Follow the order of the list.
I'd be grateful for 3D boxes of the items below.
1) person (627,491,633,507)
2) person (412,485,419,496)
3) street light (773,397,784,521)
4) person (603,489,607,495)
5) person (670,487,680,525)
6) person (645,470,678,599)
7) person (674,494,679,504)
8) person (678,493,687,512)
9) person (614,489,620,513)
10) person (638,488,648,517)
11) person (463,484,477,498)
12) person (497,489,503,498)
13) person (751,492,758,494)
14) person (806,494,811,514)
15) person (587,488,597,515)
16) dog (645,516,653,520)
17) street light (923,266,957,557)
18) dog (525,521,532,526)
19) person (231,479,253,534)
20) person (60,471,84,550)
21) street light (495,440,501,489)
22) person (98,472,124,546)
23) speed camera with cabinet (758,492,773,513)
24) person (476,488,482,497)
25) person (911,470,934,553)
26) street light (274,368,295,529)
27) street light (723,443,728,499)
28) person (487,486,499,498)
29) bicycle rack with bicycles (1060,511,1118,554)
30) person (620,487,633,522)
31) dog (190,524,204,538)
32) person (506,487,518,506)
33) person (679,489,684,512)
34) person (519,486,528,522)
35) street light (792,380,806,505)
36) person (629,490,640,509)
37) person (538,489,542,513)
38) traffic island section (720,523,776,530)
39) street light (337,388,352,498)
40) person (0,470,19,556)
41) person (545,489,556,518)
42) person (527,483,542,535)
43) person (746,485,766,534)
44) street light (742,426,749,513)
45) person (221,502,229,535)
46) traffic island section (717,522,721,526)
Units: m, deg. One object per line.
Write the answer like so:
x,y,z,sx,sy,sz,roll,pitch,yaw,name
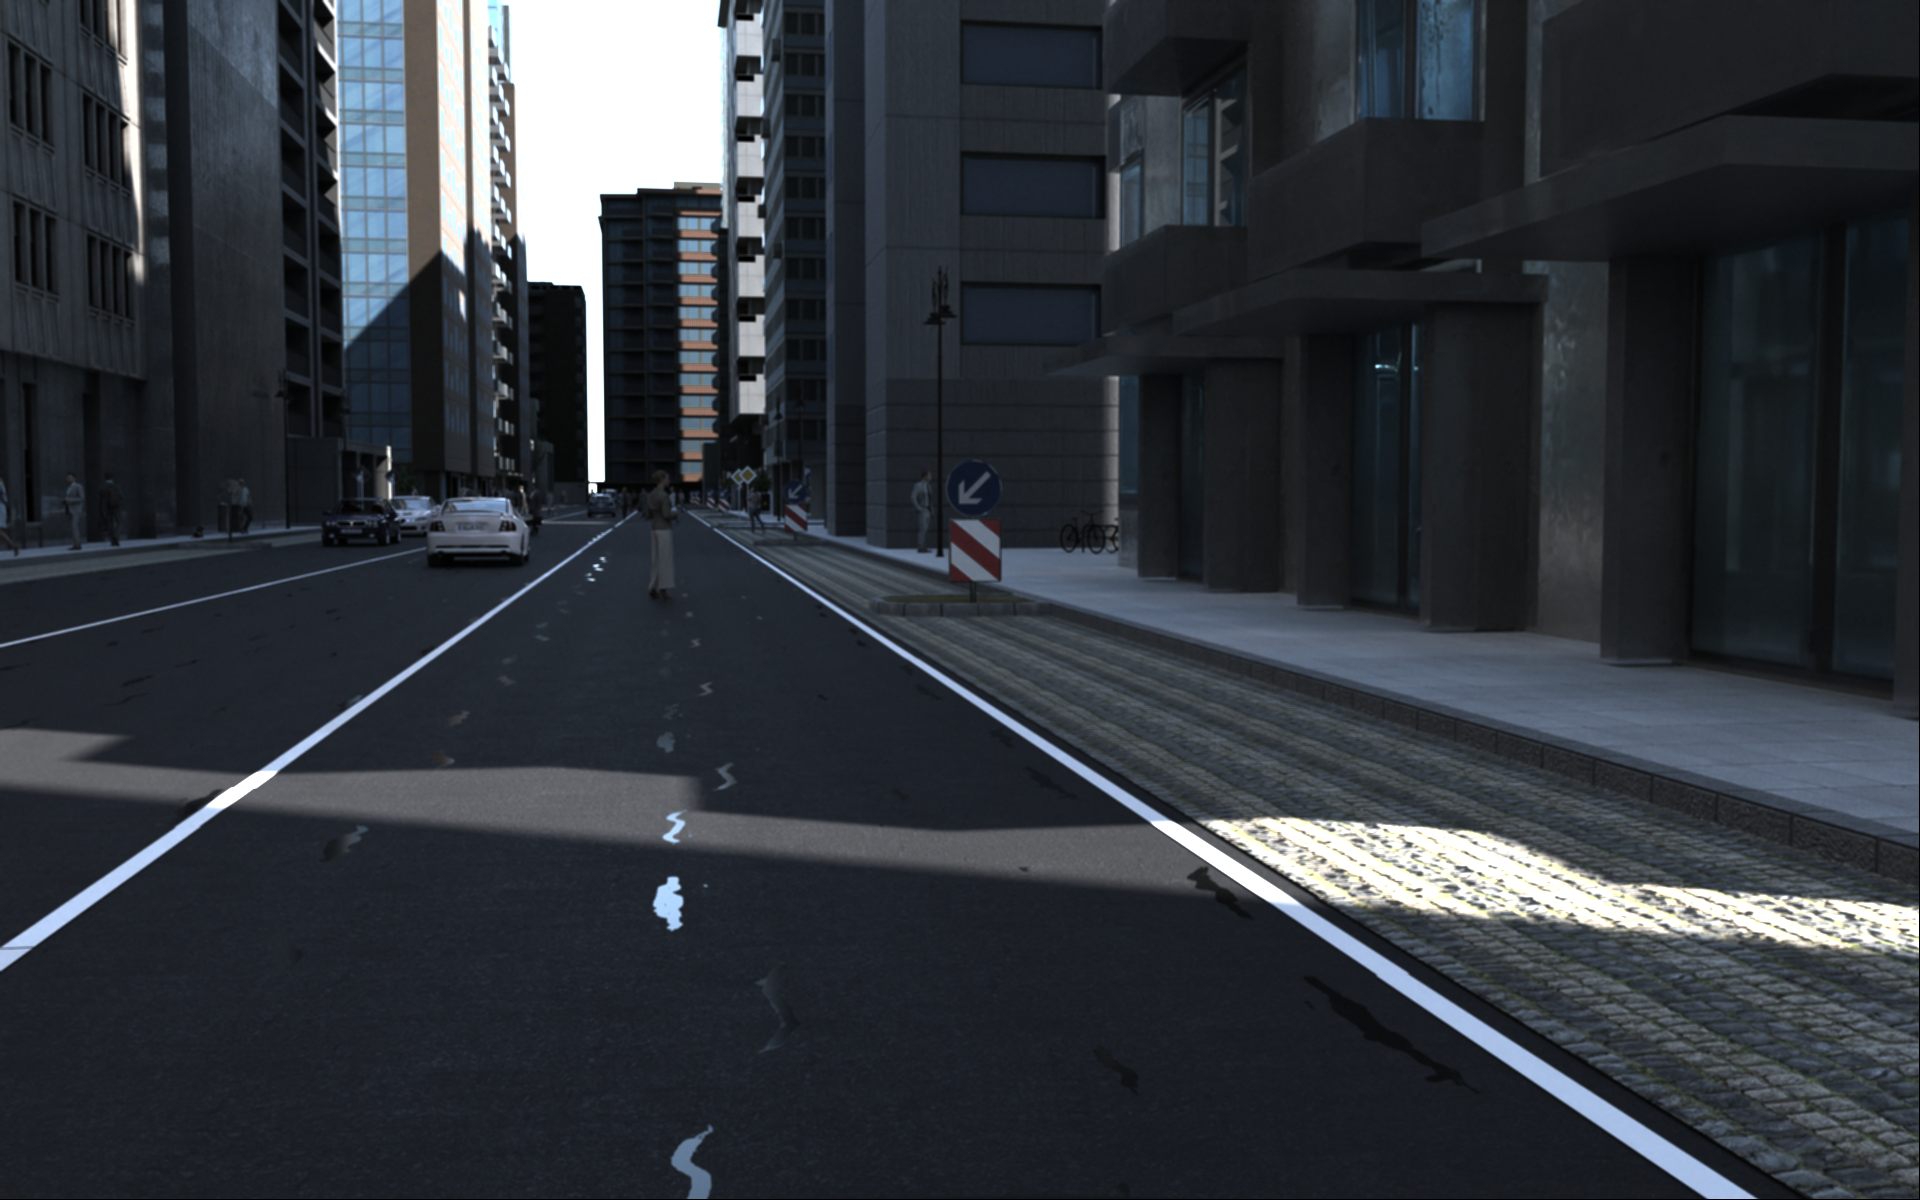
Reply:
-37.774,-11.546,197.293,1.348,1.823,0.705,1,4,15,person
-30.667,-5.596,97.635,0.778,1.811,0.616,1,4,14,person
-8.519,-6.636,81.291,0.468,5.910,1.993,-1,4,-10,street light
-25.923,-7.194,126.472,0.721,1.781,0.623,2,4,26,person
-13.297,-4.369,80.294,0.624,1.780,0.694,-1,4,-15,person
-4.044,-0.894,23.666,0.362,1.759,0.519,-3,5,-41,person
-37.576,-13.349,227.574,1.217,1.723,0.721,-1,4,-20,person
-22.605,-8.107,141.069,0.620,1.820,0.660,-3,5,-41,person
-26.737,-7.700,134.420,0.654,1.822,0.581,1,4,9,person
-19.444,-5.965,106.124,0.694,1.812,0.767,1,4,21,person
-18.679,-3.518,66.120,0.679,1.850,0.850,1,4,14,person
-34.805,-7.483,131.039,0.606,1.804,0.583,-3,5,-41,person
-14.128,-6.908,118.869,0.514,1.842,0.818,-2,4,-33,person
-9.895,-6.275,112.892,0.306,1.304,0.590,-1,4,-18,person
-25.578,-6.853,120.456,0.656,1.842,0.836,-1,4,-19,person
-16.974,-4.728,94.144,0.800,0.831,0.513,1,4,9,dog
-0.407,-3.822,35.278,0.468,5.910,1.993,-1,4,-10,street light
-19.694,-3.586,78.817,0.550,0.427,0.748,-3,5,-41,dog
-22.981,-2.979,55.235,0.515,1.767,0.782,2,4,35,person
-20.397,-2.046,39.690,0.606,1.804,0.583,2,4,24,person
-39.055,-10.614,146.329,0.468,5.910,1.993,-1,4,-10,street light
-20.892,-2.240,42.623,0.622,1.834,0.822,-1,4,-15,person
-12.405,-7.417,115.608,2.038,3.252,0.660,0,4,2,speed camera with cabinet
-21.484,-4.147,77.305,0.522,1.701,0.512,-1,4,-18,person
-0.803,-1.949,38.013,0.391,1.810,0.635,1,4,20,person
-24.789,-5.561,63.716,0.468,5.910,1.993,-1,4,-10,street light
-20.549,-10.933,151.549,0.468,5.910,1.993,-1,4,-10,street light
-25.631,-5.339,95.150,0.648,1.900,0.474,-3,5,-39,person
3.852,-1.472,37.443,2.852,0.926,2.925,-2,4,-27,bicycle rack with bicycles
-17.423,-4.996,90.375,0.709,1.800,0.728,-2,4,-25,person
-22.376,-2.016,50.695,0.550,0.427,0.748,2,4,31,dog
-24.304,-5.219,94.011,0.592,1.802,0.473,2,4,26,person
-21.752,-7.748,135.185,0.388,1.821,0.555,1,4,14,person
-22.276,-4.873,87.952,0.755,1.850,0.659,0,4,3,person
-6.495,-5.954,70.134,0.468,5.910,1.993,-1,4,-10,street light
-31.947,-9.877,170.006,1.348,1.823,0.705,-1,4,-8,person
-31.228,-7.313,128.346,0.520,1.790,0.573,0,4,5,person
-8.554,-2.935,70.263,2.009,0.180,2.903,-1,4,-10,traffic island section
-26.860,-6.293,75.681,0.468,5.910,1.993,-1,4,-10,street light
-19.584,-1.789,35.383,0.778,1.811,0.616,0,4,3,person
-24.895,-5.878,105.349,0.760,1.731,0.466,0,4,7,person
-14.795,-3.167,60.247,0.622,1.834,0.822,1,4,21,person
-7.211,-3.197,61.367,0.643,1.750,0.593,2,4,29,person
-14.345,-8.771,116.192,0.468,5.910,1.993,-1,4,-10,street light
-23.037,-2.696,54.365,0.306,1.304,0.590,0,4,-2,person
-9.910,-3.416,78.133,2.009,0.180,2.903,-1,4,-10,traffic island section
